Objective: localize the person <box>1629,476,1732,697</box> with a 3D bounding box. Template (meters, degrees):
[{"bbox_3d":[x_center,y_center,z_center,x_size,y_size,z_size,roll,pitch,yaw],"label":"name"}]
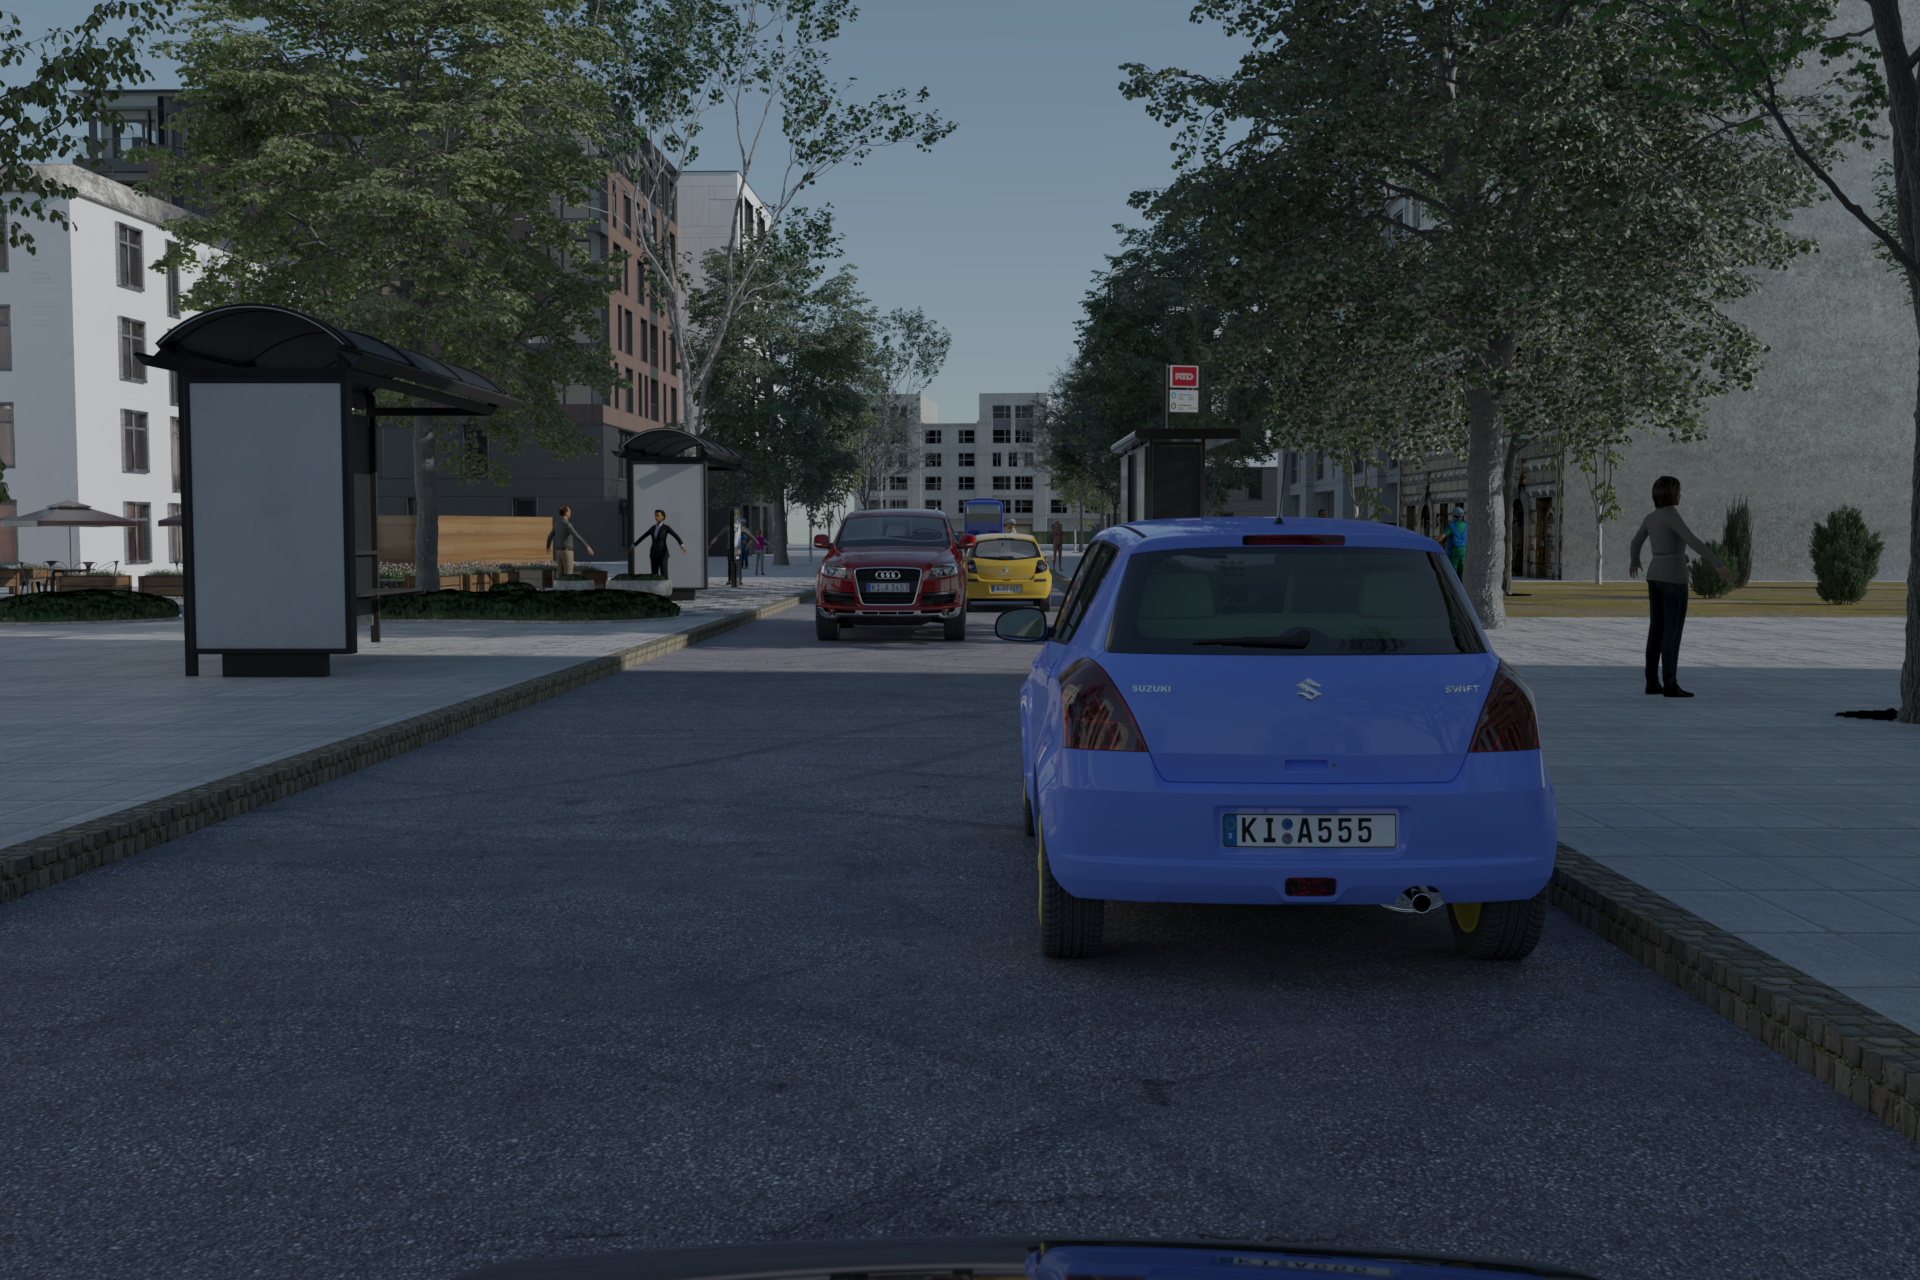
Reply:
[{"bbox_3d":[5.670,-0.426,13.727,0.721,1.744,1.215,-1,4,-13],"label":"person"}]

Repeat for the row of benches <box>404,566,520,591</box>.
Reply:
[{"bbox_3d":[-9.236,-1.025,32.216,1.422,0.672,4.104,0,4,7],"label":"row of benches"}]

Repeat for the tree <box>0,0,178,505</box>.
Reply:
[{"bbox_3d":[-8.321,-3.821,12.840,4.737,8.622,4.395,0,3,0],"label":"tree"}]

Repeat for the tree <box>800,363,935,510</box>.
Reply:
[{"bbox_3d":[-6.652,-12.864,120.702,12.009,13.543,11.850,0,3,0],"label":"tree"}]

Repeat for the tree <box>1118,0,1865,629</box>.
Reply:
[{"bbox_3d":[7.020,-7.132,23.260,9.857,13.997,8.962,0,3,0],"label":"tree"}]

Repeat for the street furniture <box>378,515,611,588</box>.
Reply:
[{"bbox_3d":[-13.539,-2.192,42.698,11.010,1.723,9.812,1,4,23],"label":"street furniture"}]

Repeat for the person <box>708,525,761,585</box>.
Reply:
[{"bbox_3d":[-5.699,-2.302,43.768,1.348,1.813,0.705,0,4,-3],"label":"person"}]

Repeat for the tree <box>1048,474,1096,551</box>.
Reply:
[{"bbox_3d":[8.647,-10.982,129.922,4.737,8.622,4.395,0,3,0],"label":"tree"}]

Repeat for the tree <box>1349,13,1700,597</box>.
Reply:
[{"bbox_3d":[11.261,-6.711,35.488,9.928,11.665,9.643,0,3,0],"label":"tree"}]

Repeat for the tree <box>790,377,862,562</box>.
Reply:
[{"bbox_3d":[-6.763,-7.982,80.875,4.737,8.622,4.395,0,3,0],"label":"tree"}]

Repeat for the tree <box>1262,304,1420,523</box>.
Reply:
[{"bbox_3d":[10.431,-5.855,46.084,4.737,8.622,4.395,0,3,0],"label":"tree"}]

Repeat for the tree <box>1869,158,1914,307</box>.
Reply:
[{"bbox_3d":[21.064,-6.529,32.508,9.928,11.665,9.643,0,3,0],"label":"tree"}]

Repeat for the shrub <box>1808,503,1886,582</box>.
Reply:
[{"bbox_3d":[21.064,-2.248,41.180,1.690,2.028,1.600,0,3,0],"label":"shrub"}]

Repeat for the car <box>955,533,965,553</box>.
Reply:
[{"bbox_3d":[-0.626,-4.005,75.077,1.945,1.707,3.694,0,4,1],"label":"car"}]

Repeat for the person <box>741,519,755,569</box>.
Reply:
[{"bbox_3d":[-8.008,-3.551,63.917,1.347,1.847,0.705,3,4,37],"label":"person"}]

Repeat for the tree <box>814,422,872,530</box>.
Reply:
[{"bbox_3d":[-7.030,-9.253,101.641,4.737,8.622,4.395,0,3,0],"label":"tree"}]

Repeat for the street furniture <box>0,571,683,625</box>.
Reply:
[{"bbox_3d":[-9.254,-0.703,27.117,10.072,0.657,5.734,0,4,1],"label":"street furniture"}]

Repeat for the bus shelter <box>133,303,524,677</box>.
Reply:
[{"bbox_3d":[-6.214,-1.471,17.980,2.014,3.302,5.546,0,3,0],"label":"bus shelter"}]

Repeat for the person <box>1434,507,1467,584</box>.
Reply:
[{"bbox_3d":[9.860,-1.733,34.460,1.347,1.817,0.704,-2,4,-24],"label":"person"}]

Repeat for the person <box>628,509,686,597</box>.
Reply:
[{"bbox_3d":[-5.635,-1.562,32.263,1.216,1.740,0.721,1,4,20],"label":"person"}]

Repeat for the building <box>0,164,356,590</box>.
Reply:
[{"bbox_3d":[-24.428,-6.813,53.535,9.099,9.664,28.070,0,4,1],"label":"building"}]

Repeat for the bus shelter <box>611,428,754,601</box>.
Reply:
[{"bbox_3d":[-5.606,-2.558,35.749,2.014,3.302,5.546,0,4,1],"label":"bus shelter"}]

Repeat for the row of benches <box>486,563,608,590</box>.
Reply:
[{"bbox_3d":[-8.610,-1.247,35.858,1.422,0.672,4.104,-3,5,-44],"label":"row of benches"}]

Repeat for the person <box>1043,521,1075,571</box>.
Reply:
[{"bbox_3d":[3.424,-3.269,60.248,1.217,1.733,0.721,-1,4,-22],"label":"person"}]

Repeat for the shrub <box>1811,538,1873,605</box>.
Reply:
[{"bbox_3d":[16.022,-1.245,31.470,1.383,1.207,1.383,0,3,0],"label":"shrub"}]

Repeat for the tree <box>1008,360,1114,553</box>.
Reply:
[{"bbox_3d":[8.405,-12.762,119.036,12.009,13.543,11.850,0,3,0],"label":"tree"}]

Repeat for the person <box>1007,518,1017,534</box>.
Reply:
[{"bbox_3d":[1.338,-2.296,45.849,0.705,1.847,1.347,1,4,17],"label":"person"}]

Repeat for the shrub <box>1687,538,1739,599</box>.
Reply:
[{"bbox_3d":[15.000,-1.432,34.537,1.383,1.207,1.383,0,3,0],"label":"shrub"}]

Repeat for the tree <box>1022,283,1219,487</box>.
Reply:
[{"bbox_3d":[8.087,-10.586,83.453,12.009,13.543,11.850,0,3,0],"label":"tree"}]

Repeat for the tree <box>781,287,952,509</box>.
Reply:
[{"bbox_3d":[-7.329,-16.975,133.434,12.611,20.169,13.585,0,3,0],"label":"tree"}]

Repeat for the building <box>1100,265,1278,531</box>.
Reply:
[{"bbox_3d":[25.765,-18.600,148.078,27.936,21.610,32.646,0,4,1],"label":"building"}]

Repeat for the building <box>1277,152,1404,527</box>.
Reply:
[{"bbox_3d":[26.016,-13.116,80.905,16.747,18.905,31.486,0,4,0],"label":"building"}]

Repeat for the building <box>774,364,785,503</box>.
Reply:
[{"bbox_3d":[-24.718,-19.834,180.708,16.016,20.090,11.380,0,4,1],"label":"building"}]

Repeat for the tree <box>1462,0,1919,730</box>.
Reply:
[{"bbox_3d":[6.516,-5.250,11.588,9.928,11.665,9.643,0,3,0],"label":"tree"}]

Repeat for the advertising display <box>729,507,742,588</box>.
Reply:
[{"bbox_3d":[-5.426,-2.243,41.884,0.123,1.923,0.974,0,4,3],"label":"advertising display"}]

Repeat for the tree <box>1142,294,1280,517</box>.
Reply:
[{"bbox_3d":[7.401,-6.335,53.945,4.360,8.622,3.978,0,3,0],"label":"tree"}]

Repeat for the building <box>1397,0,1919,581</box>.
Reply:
[{"bbox_3d":[25.784,-13.760,55.906,19.493,23.208,18.063,0,4,0],"label":"building"}]

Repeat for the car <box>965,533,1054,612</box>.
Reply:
[{"bbox_3d":[0.833,-1.413,33.327,2.015,1.641,3.980,0,3,0],"label":"car"}]

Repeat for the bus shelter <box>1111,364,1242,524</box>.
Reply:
[{"bbox_3d":[4.568,-3.727,38.575,2.179,5.291,8.768,0,4,0],"label":"bus shelter"}]

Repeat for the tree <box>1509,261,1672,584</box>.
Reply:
[{"bbox_3d":[16.052,-5.719,43.873,4.737,8.622,4.395,0,3,0],"label":"tree"}]

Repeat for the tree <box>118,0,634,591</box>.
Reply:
[{"bbox_3d":[-8.534,-6.603,26.093,7.486,12.596,7.792,0,3,0],"label":"tree"}]

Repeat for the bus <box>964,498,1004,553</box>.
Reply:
[{"bbox_3d":[1.622,-7.727,117.889,2.896,3.916,12.251,0,4,1],"label":"bus"}]

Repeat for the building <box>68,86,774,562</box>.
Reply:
[{"bbox_3d":[-26.443,-15.410,95.936,27.936,21.610,32.646,0,4,2],"label":"building"}]

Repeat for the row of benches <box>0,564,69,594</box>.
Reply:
[{"bbox_3d":[-20.143,-1.241,35.758,1.422,0.672,4.104,1,4,13],"label":"row of benches"}]

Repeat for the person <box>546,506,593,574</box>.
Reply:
[{"bbox_3d":[-7.295,-1.579,32.086,1.348,1.796,0.705,3,5,40],"label":"person"}]

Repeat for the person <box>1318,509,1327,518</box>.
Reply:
[{"bbox_3d":[7.608,-1.842,36.345,1.346,1.802,0.704,-1,4,-16],"label":"person"}]

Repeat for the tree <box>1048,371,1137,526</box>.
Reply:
[{"bbox_3d":[8.393,-9.884,96.020,8.767,10.594,7.601,3,4,38],"label":"tree"}]

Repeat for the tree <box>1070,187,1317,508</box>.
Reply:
[{"bbox_3d":[8.154,-9.565,63.039,9.857,13.997,8.962,0,3,0],"label":"tree"}]

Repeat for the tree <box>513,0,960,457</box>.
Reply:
[{"bbox_3d":[-6.907,-11.857,49.754,12.611,20.169,13.585,0,3,0],"label":"tree"}]

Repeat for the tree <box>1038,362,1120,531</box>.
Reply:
[{"bbox_3d":[8.611,-11.555,107.055,7.486,12.596,7.792,0,3,0],"label":"tree"}]

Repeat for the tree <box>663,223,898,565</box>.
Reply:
[{"bbox_3d":[-7.403,-10.048,70.948,9.857,13.997,8.962,0,3,0],"label":"tree"}]

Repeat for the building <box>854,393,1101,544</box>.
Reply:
[{"bbox_3d":[3.286,-21.716,223.968,31.486,18.905,16.747,0,4,6],"label":"building"}]

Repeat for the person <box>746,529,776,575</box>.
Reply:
[{"bbox_3d":[-6.215,-2.729,53.886,0.991,1.433,0.599,1,4,14],"label":"person"}]

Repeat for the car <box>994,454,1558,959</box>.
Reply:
[{"bbox_3d":[1.112,0.150,7.142,1.945,1.707,3.694,0,4,1],"label":"car"}]

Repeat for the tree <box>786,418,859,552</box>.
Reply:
[{"bbox_3d":[-6.686,-8.624,91.361,4.360,8.622,3.978,0,3,0],"label":"tree"}]

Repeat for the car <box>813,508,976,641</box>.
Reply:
[{"bbox_3d":[-0.914,-0.999,25.000,2.281,1.827,5.304,0,4,0],"label":"car"}]

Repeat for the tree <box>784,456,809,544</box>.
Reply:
[{"bbox_3d":[-22.620,-19.205,224.365,12.009,13.543,11.850,0,3,0],"label":"tree"}]

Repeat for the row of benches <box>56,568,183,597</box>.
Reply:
[{"bbox_3d":[-13.898,-0.943,30.883,4.104,0.672,1.422,0,4,-1],"label":"row of benches"}]
